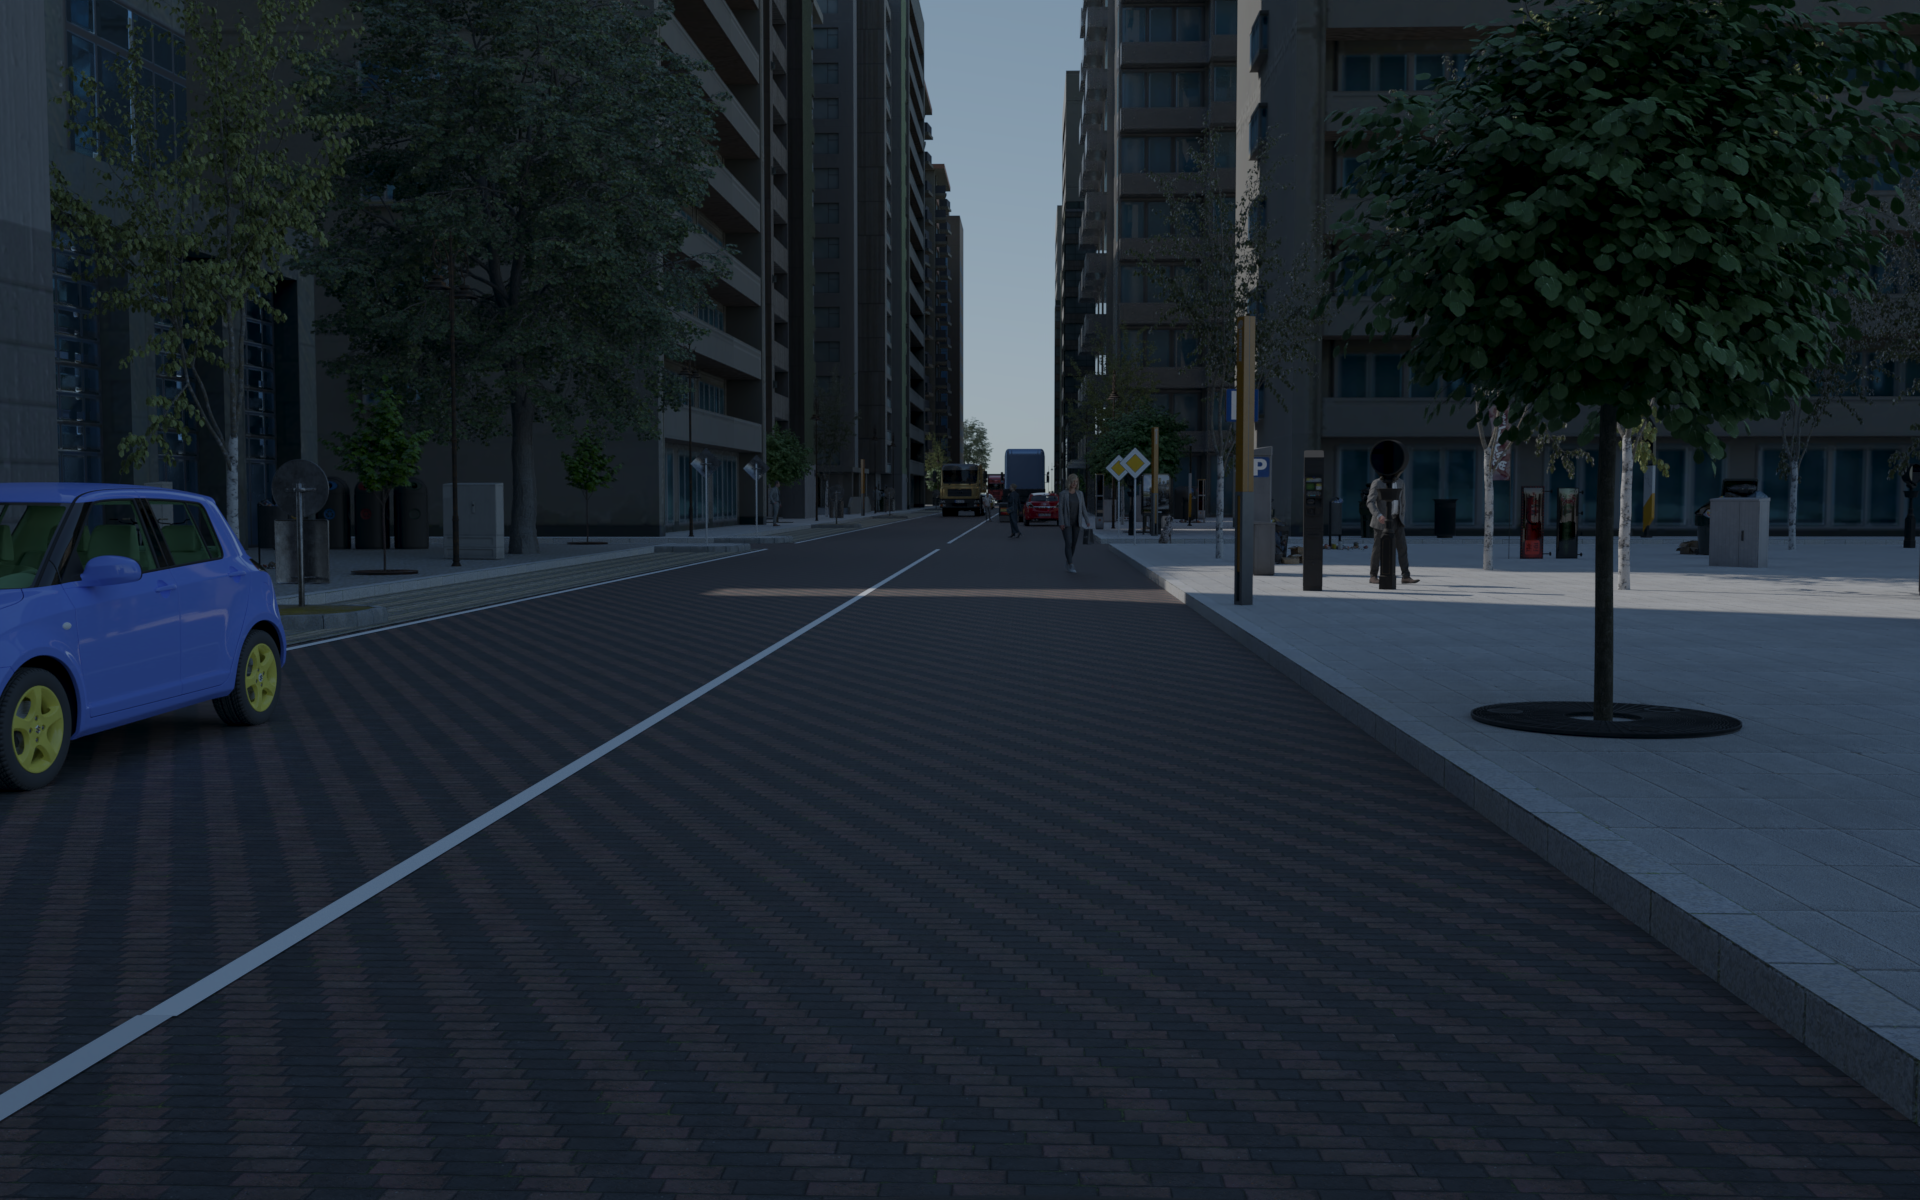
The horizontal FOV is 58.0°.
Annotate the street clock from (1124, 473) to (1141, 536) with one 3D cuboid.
[{"bbox_3d":[5.324,-2.995,53.545,0.471,2.002,0.358,2,4,27],"label":"street clock"}]

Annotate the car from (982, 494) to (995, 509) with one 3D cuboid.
[{"bbox_3d":[2.268,-9.307,162.393,2.015,1.641,3.980,0,4,2],"label":"car"}]

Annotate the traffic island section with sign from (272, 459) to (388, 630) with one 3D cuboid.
[{"bbox_3d":[-7.442,-0.635,19.012,1.989,1.847,2.006,0,4,2],"label":"traffic island section with sign"}]

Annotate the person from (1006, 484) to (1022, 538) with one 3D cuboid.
[{"bbox_3d":[1.814,-2.943,57.033,0.534,1.772,0.576,1,4,12],"label":"person"}]

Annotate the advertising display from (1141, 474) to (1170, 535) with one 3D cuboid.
[{"bbox_3d":[6.194,-3.035,54.834,0.974,1.923,0.123,-1,4,-20],"label":"advertising display"}]

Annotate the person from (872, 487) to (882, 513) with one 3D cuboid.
[{"bbox_3d":[-5.779,-6.980,120.263,0.635,1.810,0.391,-3,4,-37],"label":"person"}]

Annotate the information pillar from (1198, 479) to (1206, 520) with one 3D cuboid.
[{"bbox_3d":[12.115,-5.038,86.865,0.304,2.012,0.304,2,4,26],"label":"information pillar"}]

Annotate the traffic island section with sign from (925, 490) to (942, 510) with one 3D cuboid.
[{"bbox_3d":[-2.026,-8.718,151.160,1.989,1.847,2.006,0,4,2],"label":"traffic island section with sign"}]

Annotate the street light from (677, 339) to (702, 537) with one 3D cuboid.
[{"bbox_3d":[-8.090,-4.843,51.964,0.468,5.910,1.993,0,4,2],"label":"street light"}]

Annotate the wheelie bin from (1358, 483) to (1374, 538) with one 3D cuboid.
[{"bbox_3d":[12.025,-2.599,50.394,0.693,1.594,0.980,-2,4,-24],"label":"wheelie bin"}]

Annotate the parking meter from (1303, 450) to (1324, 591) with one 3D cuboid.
[{"bbox_3d":[4.690,-1.057,22.991,0.255,1.863,0.399,1,4,11],"label":"parking meter"}]

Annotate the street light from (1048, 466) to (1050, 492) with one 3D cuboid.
[{"bbox_3d":[13.507,-17.230,254.505,0.468,5.910,1.993,0,4,2],"label":"street light"}]

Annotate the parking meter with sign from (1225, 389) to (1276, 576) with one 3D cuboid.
[{"bbox_3d":[4.731,-1.938,27.954,0.543,3.016,1.738,0,4,-4],"label":"parking meter with sign"}]

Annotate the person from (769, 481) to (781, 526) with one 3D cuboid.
[{"bbox_3d":[-7.357,-3.852,69.129,0.391,1.810,0.635,1,4,11],"label":"person"}]

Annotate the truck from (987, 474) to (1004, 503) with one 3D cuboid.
[{"bbox_3d":[5.020,-15.396,240.630,2.839,4.237,11.283,0,4,1],"label":"truck"}]

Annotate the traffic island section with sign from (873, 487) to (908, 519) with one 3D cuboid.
[{"bbox_3d":[-4.070,-5.680,101.489,1.989,1.847,2.006,0,4,2],"label":"traffic island section with sign"}]

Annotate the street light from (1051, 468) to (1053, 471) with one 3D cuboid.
[{"bbox_3d":[12.254,-15.366,224.017,0.468,5.910,1.993,0,4,2],"label":"street light"}]

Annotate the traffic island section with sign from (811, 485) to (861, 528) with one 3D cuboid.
[{"bbox_3d":[-5.211,-3.960,73.369,1.989,1.847,2.006,0,4,2],"label":"traffic island section with sign"}]

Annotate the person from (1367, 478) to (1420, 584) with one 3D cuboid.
[{"bbox_3d":[6.135,-1.108,24.559,0.661,1.777,0.834,-2,4,-31],"label":"person"}]

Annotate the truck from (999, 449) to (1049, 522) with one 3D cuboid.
[{"bbox_3d":[3.577,-6.541,96.709,2.967,4.110,18.799,0,4,2],"label":"truck"}]

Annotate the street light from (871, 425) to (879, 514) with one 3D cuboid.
[{"bbox_3d":[-5.583,-8.631,113.911,0.468,5.910,1.993,0,4,2],"label":"street light"}]

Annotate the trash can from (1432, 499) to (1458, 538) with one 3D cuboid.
[{"bbox_3d":[14.138,-2.375,50.479,0.748,1.137,0.748,0,3,0],"label":"trash can"}]

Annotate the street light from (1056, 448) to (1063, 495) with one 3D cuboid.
[{"bbox_3d":[10.082,-12.173,171.822,0.468,5.910,1.993,0,4,2],"label":"street light"}]

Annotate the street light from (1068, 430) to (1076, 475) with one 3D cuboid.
[{"bbox_3d":[8.207,-9.345,125.571,0.468,5.910,1.993,0,4,2],"label":"street light"}]

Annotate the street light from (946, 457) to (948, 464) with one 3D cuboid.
[{"bbox_3d":[-1.524,-14.608,211.628,0.468,5.910,1.993,0,4,2],"label":"street light"}]

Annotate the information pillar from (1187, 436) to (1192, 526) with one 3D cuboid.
[{"bbox_3d":[9.227,-4.776,69.447,0.183,3.616,0.504,0,4,4],"label":"information pillar"}]

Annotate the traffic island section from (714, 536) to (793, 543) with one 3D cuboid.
[{"bbox_3d":[-6.102,-1.798,51.670,2.009,0.180,2.903,0,4,2],"label":"traffic island section"}]

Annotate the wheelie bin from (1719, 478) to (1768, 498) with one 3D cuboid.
[{"bbox_3d":[15.611,-1.633,34.611,0.980,1.594,0.693,1,4,16],"label":"wheelie bin"}]

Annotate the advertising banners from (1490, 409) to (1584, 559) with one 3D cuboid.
[{"bbox_3d":[11.330,-2.322,34.160,2.074,3.025,0.090,-1,4,-10],"label":"advertising banners"}]

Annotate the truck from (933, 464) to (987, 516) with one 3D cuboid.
[{"bbox_3d":[0.236,-7.151,112.848,3.469,3.379,9.791,0,4,4],"label":"truck"}]

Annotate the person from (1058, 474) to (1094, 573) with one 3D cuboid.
[{"bbox_3d":[2.113,-1.414,31.797,0.709,1.800,0.728,-1,4,-18],"label":"person"}]

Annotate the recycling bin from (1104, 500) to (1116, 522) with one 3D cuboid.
[{"bbox_3d":[6.671,-4.060,78.928,0.722,1.027,0.722,-1,4,-15],"label":"recycling bin"}]

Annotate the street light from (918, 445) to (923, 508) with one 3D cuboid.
[{"bbox_3d":[-3.684,-11.379,158.840,0.468,5.910,1.993,0,4,2],"label":"street light"}]

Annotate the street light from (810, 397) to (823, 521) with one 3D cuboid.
[{"bbox_3d":[-6.834,-6.707,82.452,0.468,5.910,1.993,0,4,2],"label":"street light"}]

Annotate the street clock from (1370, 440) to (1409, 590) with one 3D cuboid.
[{"bbox_3d":[5.752,-1.142,23.239,0.471,2.002,0.358,2,4,31],"label":"street clock"}]

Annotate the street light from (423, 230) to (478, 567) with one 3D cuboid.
[{"bbox_3d":[-8.940,-3.534,30.564,0.468,5.910,1.993,0,4,2],"label":"street light"}]

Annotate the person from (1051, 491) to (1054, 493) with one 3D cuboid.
[{"bbox_3d":[12.337,-13.724,231.101,0.621,1.740,0.551,-2,4,-32],"label":"person"}]

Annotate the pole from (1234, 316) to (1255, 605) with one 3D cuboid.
[{"bbox_3d":[3.282,-1.597,19.962,0.158,3.312,0.155,0,3,0],"label":"pole"}]

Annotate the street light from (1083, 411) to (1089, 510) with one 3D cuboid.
[{"bbox_3d":[6.948,-7.480,95.080,0.468,5.910,1.993,0,4,2],"label":"street light"}]

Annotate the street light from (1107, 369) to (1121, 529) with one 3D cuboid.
[{"bbox_3d":[5.692,-5.588,64.145,0.468,5.910,1.993,0,4,2],"label":"street light"}]

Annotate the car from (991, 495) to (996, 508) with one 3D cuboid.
[{"bbox_3d":[2.628,-10.091,177.344,2.083,1.381,4.827,0,4,1],"label":"car"}]

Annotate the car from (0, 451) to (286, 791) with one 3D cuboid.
[{"bbox_3d":[-5.226,0.005,9.504,1.945,1.707,3.694,0,4,3],"label":"car"}]

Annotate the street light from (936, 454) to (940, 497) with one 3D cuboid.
[{"bbox_3d":[-2.392,-13.292,190.119,0.468,5.910,1.993,0,4,2],"label":"street light"}]

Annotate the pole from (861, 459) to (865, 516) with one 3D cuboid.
[{"bbox_3d":[-5.695,-6.588,101.564,0.158,3.312,0.155,0,3,0],"label":"pole"}]

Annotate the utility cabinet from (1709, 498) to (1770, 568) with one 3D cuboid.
[{"bbox_3d":[13.733,-1.186,30.552,0.306,1.237,1.020,-2,4,-27],"label":"utility cabinet"}]

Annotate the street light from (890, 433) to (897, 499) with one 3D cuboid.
[{"bbox_3d":[-4.948,-9.515,128.353,0.468,5.910,1.993,0,4,2],"label":"street light"}]

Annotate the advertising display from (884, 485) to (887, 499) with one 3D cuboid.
[{"bbox_3d":[-5.204,-7.108,121.431,0.123,1.923,0.974,0,4,-6],"label":"advertising display"}]

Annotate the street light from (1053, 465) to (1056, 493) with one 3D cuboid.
[{"bbox_3d":[11.412,-14.038,202.307,0.468,5.910,1.993,0,4,2],"label":"street light"}]

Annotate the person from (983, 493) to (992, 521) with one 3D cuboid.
[{"bbox_3d":[1.471,-4.872,90.760,0.523,1.515,0.503,2,4,29],"label":"person"}]

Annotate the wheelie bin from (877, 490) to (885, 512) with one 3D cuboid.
[{"bbox_3d":[-5.658,-7.071,123.517,0.980,1.594,0.693,1,4,9],"label":"wheelie bin"}]

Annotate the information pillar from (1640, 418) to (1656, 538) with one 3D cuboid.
[{"bbox_3d":[20.208,-3.634,50.770,0.183,3.616,0.504,0,4,-8],"label":"information pillar"}]

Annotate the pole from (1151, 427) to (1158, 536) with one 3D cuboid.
[{"bbox_3d":[5.946,-3.611,52.883,0.158,3.312,0.155,0,3,0],"label":"pole"}]

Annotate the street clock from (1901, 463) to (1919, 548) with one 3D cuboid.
[{"bbox_3d":[22.548,-2.232,41.071,0.471,2.002,0.358,-2,4,-25],"label":"street clock"}]

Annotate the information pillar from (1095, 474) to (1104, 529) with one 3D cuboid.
[{"bbox_3d":[5.086,-3.583,63.072,0.304,2.012,0.304,0,4,3],"label":"information pillar"}]

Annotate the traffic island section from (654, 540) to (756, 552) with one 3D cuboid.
[{"bbox_3d":[-6.428,-1.310,43.692,2.009,0.180,2.903,0,4,2],"label":"traffic island section"}]

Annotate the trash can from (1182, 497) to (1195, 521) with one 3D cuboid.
[{"bbox_3d":[10.990,-4.370,83.097,0.748,1.137,0.748,0,3,0],"label":"trash can"}]

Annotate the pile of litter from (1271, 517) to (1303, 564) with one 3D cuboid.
[{"bbox_3d":[6.175,-1.124,32.346,1.176,0.858,1.719,3,5,43],"label":"pile of litter"}]

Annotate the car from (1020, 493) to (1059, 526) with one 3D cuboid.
[{"bbox_3d":[3.799,-4.273,78.904,2.155,1.783,4.494,0,4,1],"label":"car"}]
